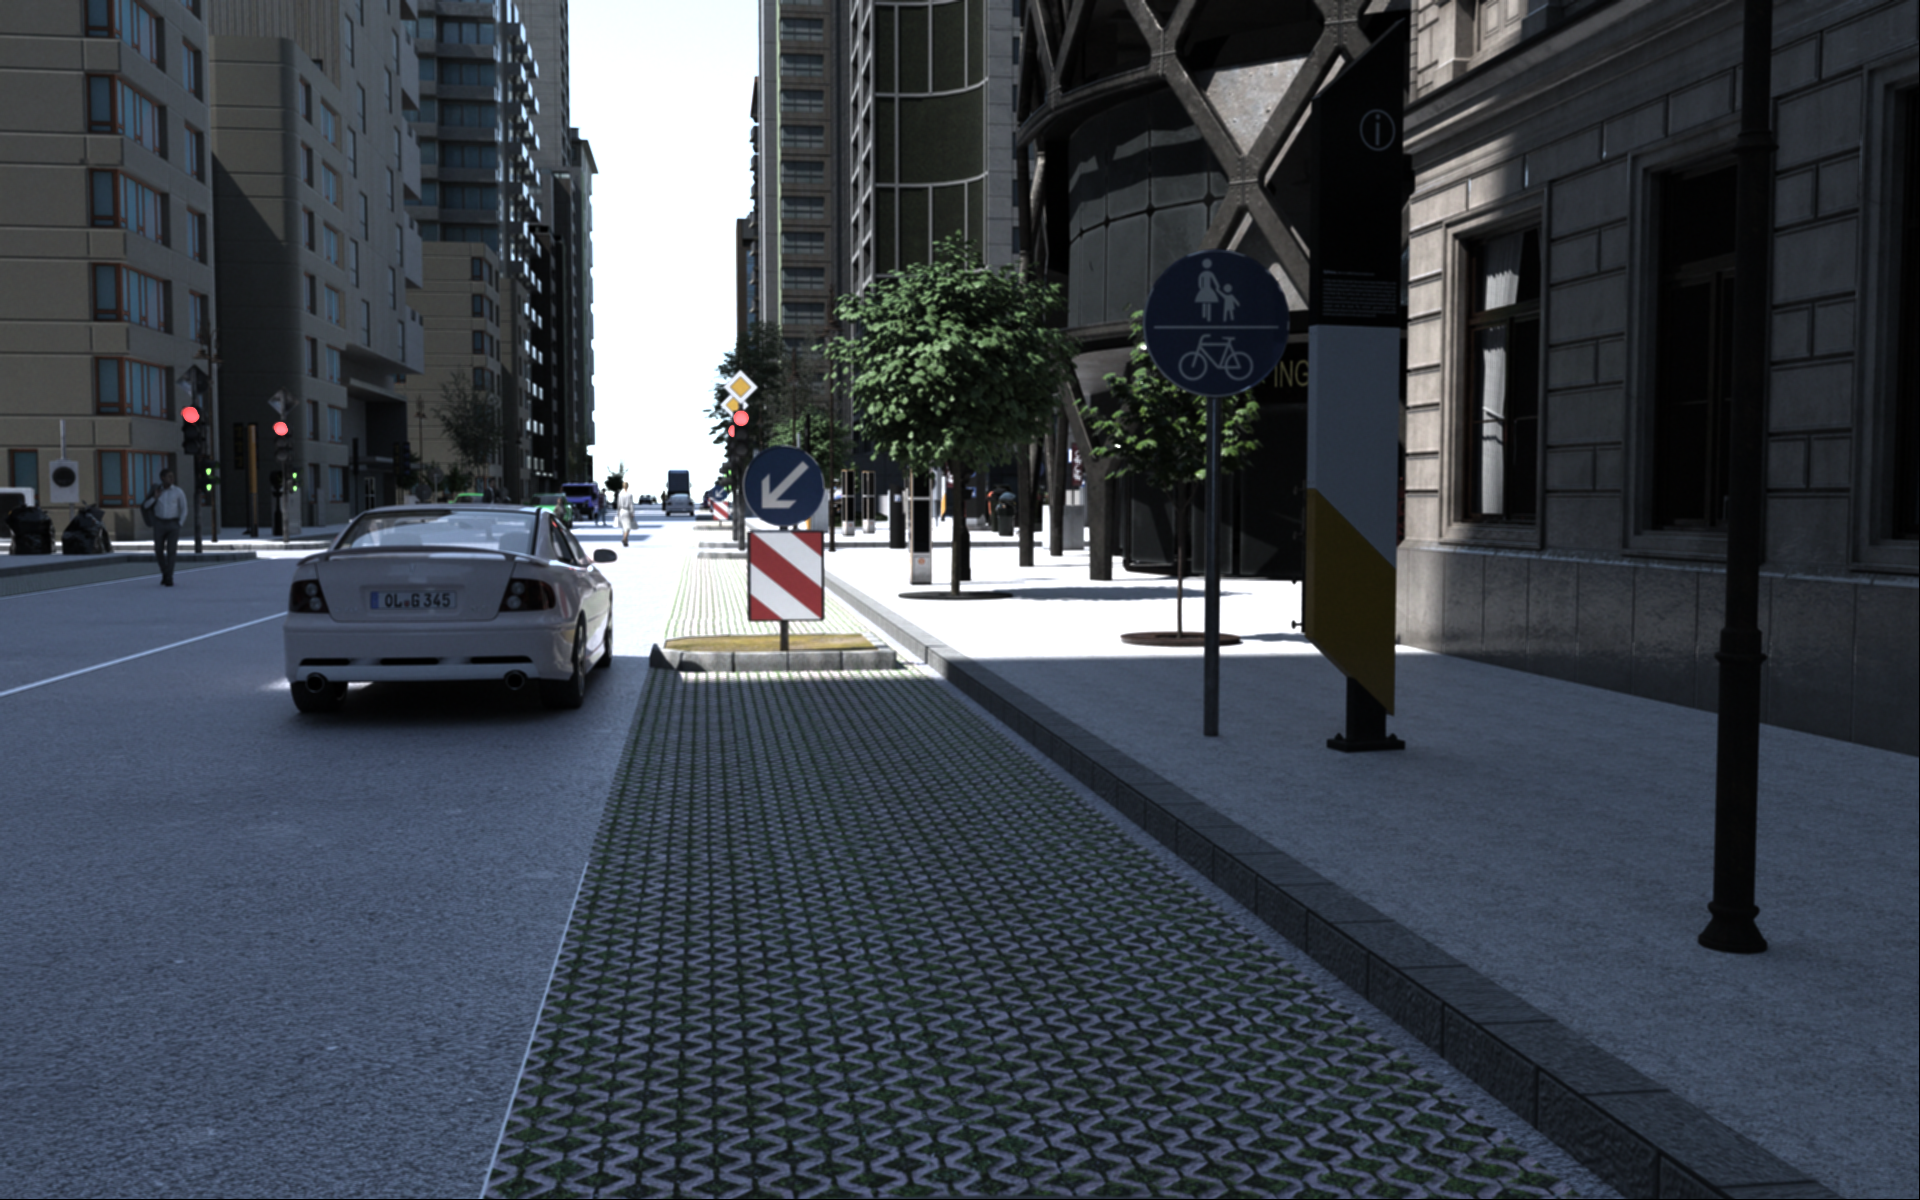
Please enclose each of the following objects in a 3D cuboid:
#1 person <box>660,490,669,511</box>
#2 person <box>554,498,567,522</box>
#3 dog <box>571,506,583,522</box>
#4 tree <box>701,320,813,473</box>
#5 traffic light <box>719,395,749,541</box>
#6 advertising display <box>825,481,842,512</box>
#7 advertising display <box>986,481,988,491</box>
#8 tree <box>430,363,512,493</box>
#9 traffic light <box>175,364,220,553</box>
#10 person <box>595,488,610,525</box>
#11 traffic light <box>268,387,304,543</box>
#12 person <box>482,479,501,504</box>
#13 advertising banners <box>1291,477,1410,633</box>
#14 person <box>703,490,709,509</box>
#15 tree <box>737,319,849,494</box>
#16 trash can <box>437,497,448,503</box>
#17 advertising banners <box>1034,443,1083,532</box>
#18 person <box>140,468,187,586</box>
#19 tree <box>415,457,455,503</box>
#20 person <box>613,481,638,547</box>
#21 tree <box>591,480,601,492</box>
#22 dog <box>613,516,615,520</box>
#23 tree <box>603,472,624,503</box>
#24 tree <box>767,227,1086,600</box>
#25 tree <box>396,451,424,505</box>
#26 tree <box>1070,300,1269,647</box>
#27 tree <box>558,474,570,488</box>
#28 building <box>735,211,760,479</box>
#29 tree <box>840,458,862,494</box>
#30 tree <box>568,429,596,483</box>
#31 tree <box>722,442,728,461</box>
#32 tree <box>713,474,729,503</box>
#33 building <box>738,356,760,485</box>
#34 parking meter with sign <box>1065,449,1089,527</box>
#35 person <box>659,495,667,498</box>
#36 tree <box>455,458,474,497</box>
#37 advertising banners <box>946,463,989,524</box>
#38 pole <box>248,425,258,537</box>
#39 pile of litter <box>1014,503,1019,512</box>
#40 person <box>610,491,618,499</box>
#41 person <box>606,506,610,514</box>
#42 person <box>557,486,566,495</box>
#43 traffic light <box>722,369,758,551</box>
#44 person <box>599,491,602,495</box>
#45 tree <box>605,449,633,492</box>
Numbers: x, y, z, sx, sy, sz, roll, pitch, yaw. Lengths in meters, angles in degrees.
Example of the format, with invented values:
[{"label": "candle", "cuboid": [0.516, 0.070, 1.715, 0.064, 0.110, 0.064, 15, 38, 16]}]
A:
[{"label": "person", "cuboid": [-25.295, -8.535, 148.135, 0.705, 1.812, 1.348, 1, 4, 23]}, {"label": "person", "cuboid": [-14.044, -2.943, 60.893, 0.640, 1.303, 0.475, 3, 5, 41]}, {"label": "dog", "cuboid": [-19.832, -4.481, 90.098, 0.513, 0.831, 0.800, -3, 5, -43]}, {"label": "tree", "cuboid": [-13.193, -11.942, 113.384, 7.486, 12.596, 7.792, 0, 3, 0]}, {"label": "traffic light", "cuboid": [-6.136, -3.557, 47.072, 0.839, 4.253, 0.868, -1, 4, -8]}, {"label": "advertising display", "cuboid": [-6.139, -4.827, 84.136, 0.974, 1.923, 0.123, 1, 4, 14]}, {"label": "advertising display", "cuboid": [1.232, -4.769, 83.184, 0.123, 1.923, 0.974, 0, 4, 8]}, {"label": "tree", "cuboid": [-27.918, -9.064, 98.561, 4.360, 8.622, 3.978, 0, 3, 0]}, {"label": "traffic light", "cuboid": [-16.501, -2.969, 37.457, 0.839, 4.253, 0.868, -1, 4, -8]}, {"label": "person", "cuboid": [-16.488, -4.313, 79.850, 0.643, 1.720, 0.563, 2, 4, 30]}, {"label": "traffic light", "cuboid": [-17.670, -3.452, 45.357, 0.839, 4.253, 0.868, -1, 4, -8]}, {"label": "person", "cuboid": [-14.508, -2.804, 53.715, 0.474, 1.900, 0.648, 0, 4, 1]}, {"label": "advertising banners", "cuboid": [4.077, -1.220, 16.135, 2.074, 3.025, 0.090, -1, 4, -14]}, {"label": "person", "cuboid": [-24.366, -9.683, 166.827, 0.705, 1.822, 1.348, 3, 4, 37]}, {"label": "tree", "cuboid": [-6.818, -7.548, 73.765, 4.360, 8.622, 3.978, 0, 3, 0]}, {"label": "trash can", "cuboid": [-29.220, -5.259, 97.642, 0.748, 1.137, 0.748, 0, 3, 0]}, {"label": "advertising banners", "cuboid": [3.296, -3.833, 58.854, 2.074, 3.025, 0.090, -1, 4, -15]}, {"label": "person", "cuboid": [-12.488, -1.136, 27.182, 0.679, 1.850, 0.850, -1, 4, -17]}, {"label": "tree", "cuboid": [-27.680, -5.878, 90.698, 1.663, 3.219, 1.824, 0, 3, 0]}, {"label": "person", "cuboid": [-9.127, -2.341, 47.126, 0.694, 1.780, 0.624, 2, 4, 30]}, {"label": "tree", "cuboid": [-44.073, -13.175, 210.017, 1.663, 3.219, 1.824, 0, 3, 0]}, {"label": "dog", "cuboid": [-16.222, -3.793, 82.205, 0.748, 0.427, 0.550, -2, 4, -34]}, {"label": "tree", "cuboid": [-51.372, -16.743, 257.466, 4.285, 4.588, 4.351, 0, 3, 0]}, {"label": "tree", "cuboid": [-0.137, -2.309, 21.471, 4.285, 4.588, 4.351, 0, 3, 0]}, {"label": "tree", "cuboid": [-36.131, -7.834, 111.798, 4.285, 4.588, 4.351, 0, 3, 0]}, {"label": "tree", "cuboid": [1.773, -1.241, 14.898, 1.663, 3.219, 1.824, 0, 3, 0]}, {"label": "tree", "cuboid": [-38.078, -10.564, 167.323, 1.663, 3.219, 1.824, 0, 3, 0]}, {"label": "building", "cuboid": [-28.296, -38.116, 273.304, 14.600, 45.320, 14.200, -1, 4, -8]}, {"label": "tree", "cuboid": [-5.683, -6.007, 92.822, 1.663, 3.219, 1.824, 0, 3, 0]}, {"label": "tree", "cuboid": [-43.175, -14.997, 195.555, 4.737, 8.622, 4.395, 0, 3, 0]}, {"label": "tree", "cuboid": [-26.121, -15.608, 205.556, 4.360, 8.622, 3.978, 0, 3, 0]}, {"label": "tree", "cuboid": [-35.506, -16.955, 260.924, 4.285, 4.588, 4.351, 0, 3, 0]}, {"label": "building", "cuboid": [-15.225, -23.502, 229.299, 27.650, 21.520, 28.899, -1, 4, -8]}, {"label": "parking meter with sign", "cuboid": [5.012, -4.315, 66.812, 1.738, 3.016, 0.543, -2, 4, -35]}, {"label": "person", "cuboid": [-41.438, -14.285, 242.189, 1.348, 1.807, 0.705, 2, 4, 26]}, {"label": "tree", "cuboid": [-27.194, -6.048, 93.484, 1.663, 3.219, 1.824, 0, 3, 0]}, {"label": "advertising banners", "cuboid": [0.326, -4.837, 75.270, 2.074, 3.025, 0.090, 0, 4, 4]}, {"label": "pole", "cuboid": [-20.894, -3.507, 51.185, 0.158, 3.312, 0.155, 0, 3, 0]}, {"label": "pile of litter", "cuboid": [2.803, -5.073, 96.909, 1.719, 0.858, 1.176, -1, 4, -14]}, {"label": "person", "cuboid": [-36.928, -10.835, 185.784, 0.705, 1.807, 1.348, 3, 5, 42]}, {"label": "person", "cuboid": [-24.330, -6.340, 117.656, 1.012, 1.151, 0.738, 0, 4, 1]}, {"label": "person", "cuboid": [-17.981, -4.236, 77.856, 0.616, 1.811, 0.778, -2, 4, -24]}, {"label": "traffic light", "cuboid": [-4.968, -3.074, 39.173, 0.839, 4.253, 0.868, -1, 4, -8]}, {"label": "person", "cuboid": [-38.592, -10.853, 186.043, 1.348, 1.812, 0.705, 0, 4, 6]}, {"label": "tree", "cuboid": [-54.352, -19.969, 276.851, 4.360, 8.622, 3.978, 0, 3, 0]}]
